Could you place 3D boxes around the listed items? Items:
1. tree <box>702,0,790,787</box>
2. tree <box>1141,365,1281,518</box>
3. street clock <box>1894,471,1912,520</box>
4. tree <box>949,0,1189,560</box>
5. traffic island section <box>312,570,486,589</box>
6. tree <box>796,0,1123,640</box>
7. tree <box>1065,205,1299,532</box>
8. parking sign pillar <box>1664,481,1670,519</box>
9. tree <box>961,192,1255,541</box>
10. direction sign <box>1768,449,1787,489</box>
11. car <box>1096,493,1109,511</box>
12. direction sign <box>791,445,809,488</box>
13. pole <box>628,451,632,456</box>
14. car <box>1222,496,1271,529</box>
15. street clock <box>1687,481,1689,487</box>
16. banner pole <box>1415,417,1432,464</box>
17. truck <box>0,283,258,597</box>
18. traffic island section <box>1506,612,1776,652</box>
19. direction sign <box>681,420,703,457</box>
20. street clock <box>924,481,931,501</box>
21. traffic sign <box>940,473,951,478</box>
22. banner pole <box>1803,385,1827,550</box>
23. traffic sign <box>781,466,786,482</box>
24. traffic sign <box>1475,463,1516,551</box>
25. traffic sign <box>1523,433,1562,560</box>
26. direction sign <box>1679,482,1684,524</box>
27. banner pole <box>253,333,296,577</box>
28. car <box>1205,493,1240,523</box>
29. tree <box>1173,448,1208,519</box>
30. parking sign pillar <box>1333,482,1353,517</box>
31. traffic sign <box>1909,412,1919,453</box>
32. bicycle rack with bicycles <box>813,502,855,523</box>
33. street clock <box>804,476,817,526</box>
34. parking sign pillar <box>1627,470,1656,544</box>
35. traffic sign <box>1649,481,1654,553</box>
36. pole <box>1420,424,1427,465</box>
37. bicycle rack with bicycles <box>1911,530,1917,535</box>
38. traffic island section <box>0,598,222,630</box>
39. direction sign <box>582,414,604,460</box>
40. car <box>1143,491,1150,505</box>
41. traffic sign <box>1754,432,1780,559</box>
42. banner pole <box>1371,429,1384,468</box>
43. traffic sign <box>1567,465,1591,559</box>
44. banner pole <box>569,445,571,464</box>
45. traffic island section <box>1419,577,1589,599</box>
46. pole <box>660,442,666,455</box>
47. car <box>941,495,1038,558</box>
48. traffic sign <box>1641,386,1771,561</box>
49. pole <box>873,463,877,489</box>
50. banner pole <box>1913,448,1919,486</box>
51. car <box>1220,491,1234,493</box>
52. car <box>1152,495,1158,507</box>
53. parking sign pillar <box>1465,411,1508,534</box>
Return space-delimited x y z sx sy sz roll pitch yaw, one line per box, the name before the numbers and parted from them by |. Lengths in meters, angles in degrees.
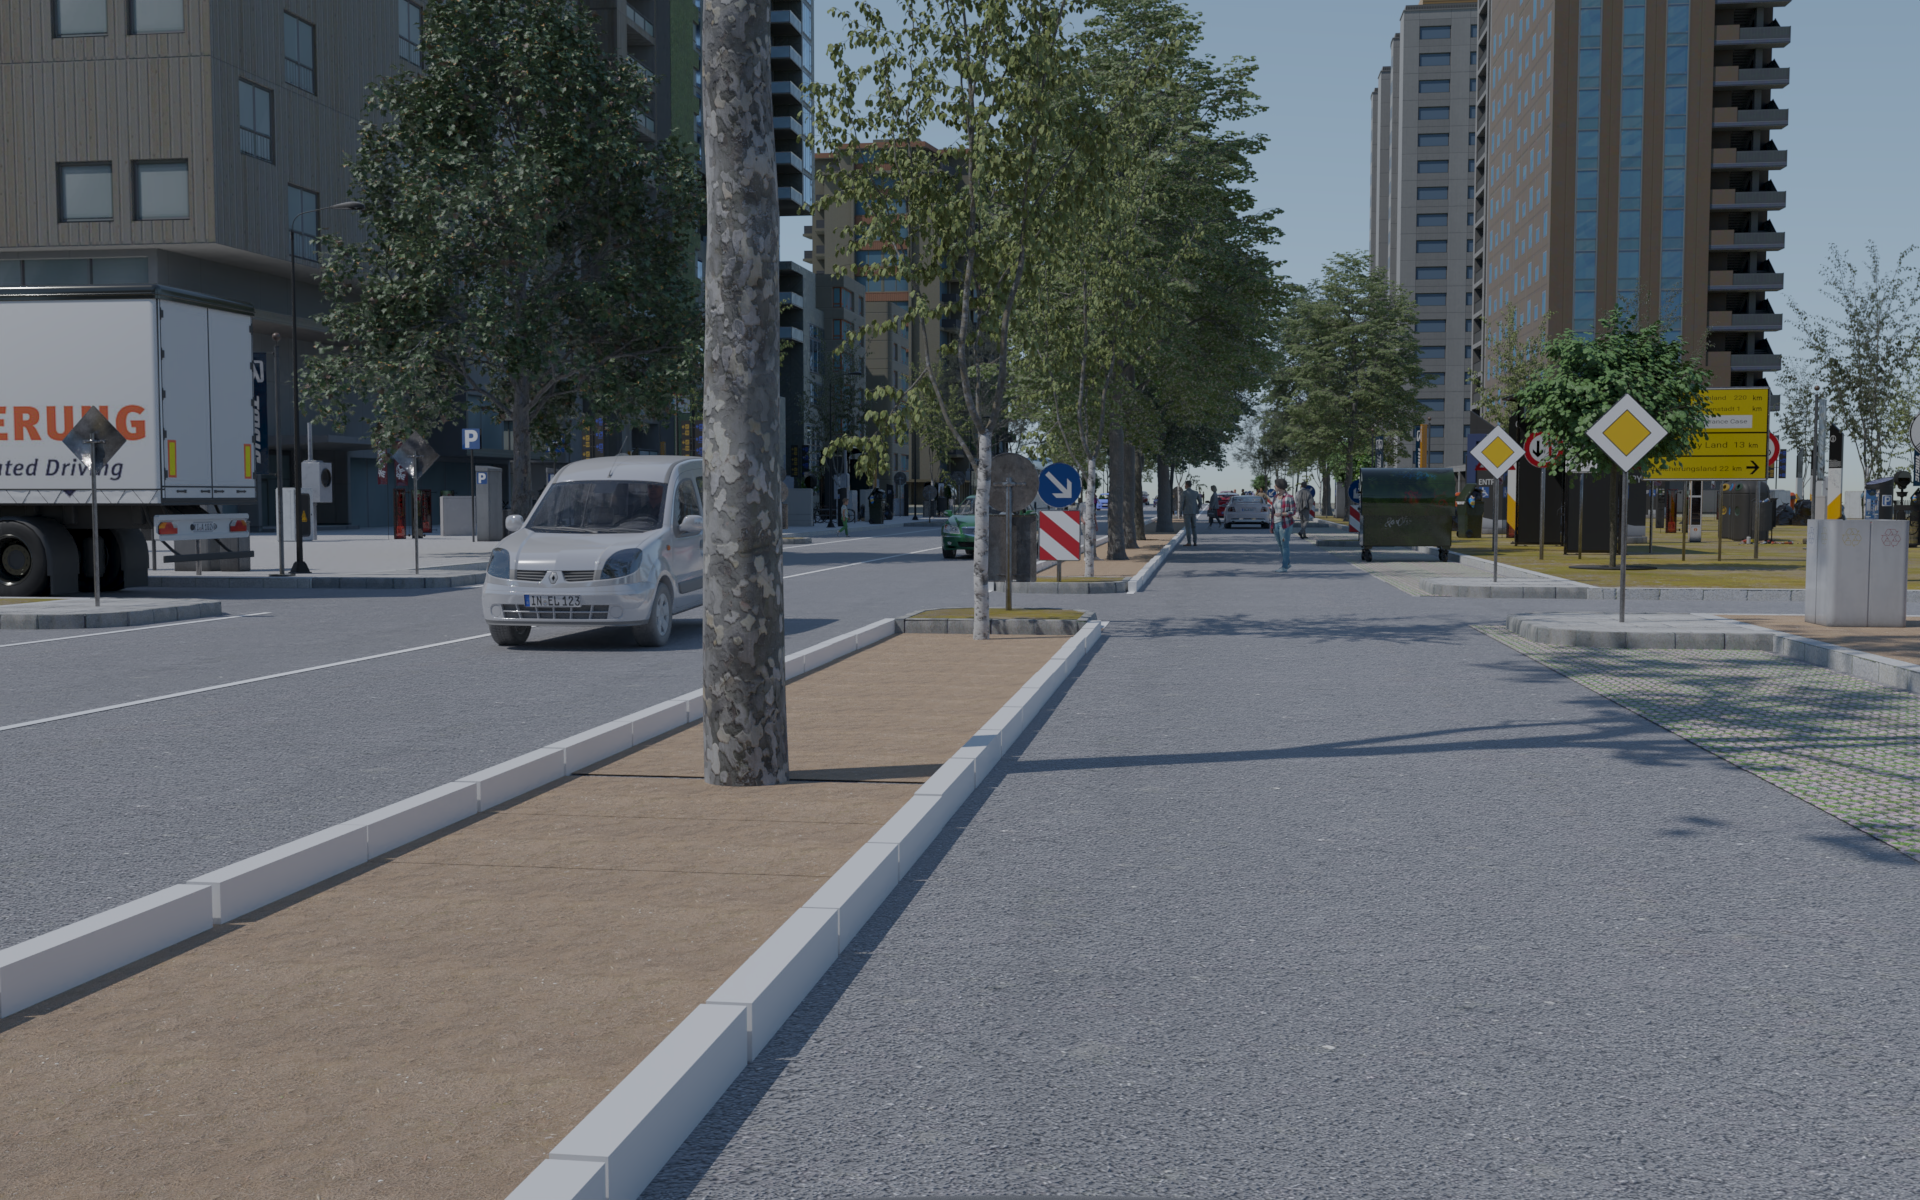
tree | 0.011 -9.092 6.993 12.611 20.169 13.585 0 3 0
tree | 8.853 -8.342 73.265 8.767 10.594 7.601 1 4 8
street clock | 29.335 -3.020 53.947 0.471 2.002 0.358 0 4 -7
tree | 3.439 -7.111 36.857 7.486 12.596 7.792 0 3 0
traffic island section | -8.696 -0.330 27.677 2.009 0.180 2.903 1 4 8
tree | 0.205 -3.922 16.948 4.737 8.622 4.395 0 3 0
tree | 7.675 -9.499 64.428 9.857 13.997 8.962 0 3 0
parking sign pillar | 36.642 -6.254 90.731 1.447 3.967 1.447 -3 4 -38
tree | 5.434 -7.640 53.130 9.928 11.665 9.643 0 3 0
direction sign | 40.962 -5.806 86.928 0.876 3.537 0.379 1 4 21
car | 12.763 -8.622 150.554 1.945 1.707 3.694 0 4 8
direction sign | -7.374 -5.375 79.879 0.876 3.537 0.379 1 4 16
pole | -15.707 -5.417 82.412 0.158 3.312 0.155 0 3 0
car | 12.102 -3.717 73.140 2.083 1.381 4.827 0 4 8
street clock | 28.715 -3.878 67.970 0.471 2.002 0.358 -2 4 -27
banner pole | 15.106 -4.061 56.414 0.401 3.779 0.863 -2 4 -27
truck | -16.027 -2.206 24.986 11.283 4.237 2.839 0 4 8
traffic island section | 6.641 0.303 17.329 2.009 0.180 2.903 1 4 8
direction sign | -8.209 -3.748 53.279 0.876 3.537 0.379 2 4 30
street clock | -1.820 -5.782 99.104 0.471 2.002 0.358 -1 4 -13
traffic sign | -0.856 -6.228 101.936 0.768 2.556 0.104 1 4 12
banner pole | 19.896 -3.065 40.137 0.863 3.779 0.401 -3 5 -44
traffic sign | -8.167 -4.747 77.715 0.768 2.556 0.104 1 4 10
traffic sign | 11.984 -2.374 38.825 0.884 2.594 0.081 1 4 15
traffic sign | 11.363 -2.059 33.769 0.768 2.556 0.104 1 4 10
direction sign | 31.105 -5.038 74.371 0.379 3.537 0.876 3 4 38
banner pole | -10.833 -2.260 26.962 0.863 3.779 0.401 0 4 -3
car | 13.431 -4.786 87.284 2.155 1.783 4.494 0 4 8
tree | 12.542 -8.926 98.760 4.360 8.622 3.978 0 3 0
parking sign pillar | 21.200 -6.506 94.845 1.447 3.967 1.447 -1 4 -19
traffic sign | 14.014 -1.515 24.882 0.768 2.556 0.104 1 4 14
bicycle rack with bicycles | -5.880 -3.870 76.661 2.925 0.926 2.852 -1 4 -14
street clock | -5.962 -3.954 69.211 0.471 2.002 0.358 2 4 28
parking sign pillar | 17.151 -3.460 45.048 1.447 3.967 1.447 0 4 -2
traffic sign | 15.017 -2.299 37.588 0.884 2.594 0.081 1 4 18
pole | 13.548 -3.476 50.676 0.158 3.312 0.155 0 3 0
bicycle rack with bicycles | 30.990 -2.435 53.193 2.852 0.926 2.925 0 4 -7
traffic island section | -9.869 0.153 19.778 2.009 0.180 2.903 1 4 8
direction sign | -10.413 -3.499 49.201 0.876 3.537 0.379 2 4 35
car | 22.970 -12.931 220.090 2.281 1.827 5.304 1 4 10
traffic sign | 15.805 -2.092 34.313 0.768 2.556 0.104 1 4 12
banner pole | 15.869 -4.650 66.048 0.401 3.779 0.863 -2 4 -26
traffic sign | 12.182 -1.947 33.970 0.606 2.300 0.079 1 4 13
banner pole | -13.486 -4.276 59.934 0.401 3.779 0.863 -1 4 -16
traffic island section | 7.814 -0.180 25.228 2.009 0.180 2.903 1 4 8
pole | -11.545 -4.501 67.434 0.158 3.312 0.155 0 3 0
car | 0.786 -1.726 40.026 2.131 1.459 4.920 1 4 10
traffic sign | 14.203 -2.397 33.068 2.265 3.308 0.079 1 4 13
pole | -4.877 -6.451 99.320 0.158 3.312 0.155 0 3 0
banner pole | 37.364 -4.734 67.415 0.401 3.779 0.863 0 4 -6
car | 29.033 -10.996 188.449 2.281 1.827 5.304 0 4 7
car | 21.769 -10.688 187.329 1.945 1.354 3.894 0 4 7
parking sign pillar | 16.938 -4.110 55.663 1.447 3.967 1.447 3 5 43
